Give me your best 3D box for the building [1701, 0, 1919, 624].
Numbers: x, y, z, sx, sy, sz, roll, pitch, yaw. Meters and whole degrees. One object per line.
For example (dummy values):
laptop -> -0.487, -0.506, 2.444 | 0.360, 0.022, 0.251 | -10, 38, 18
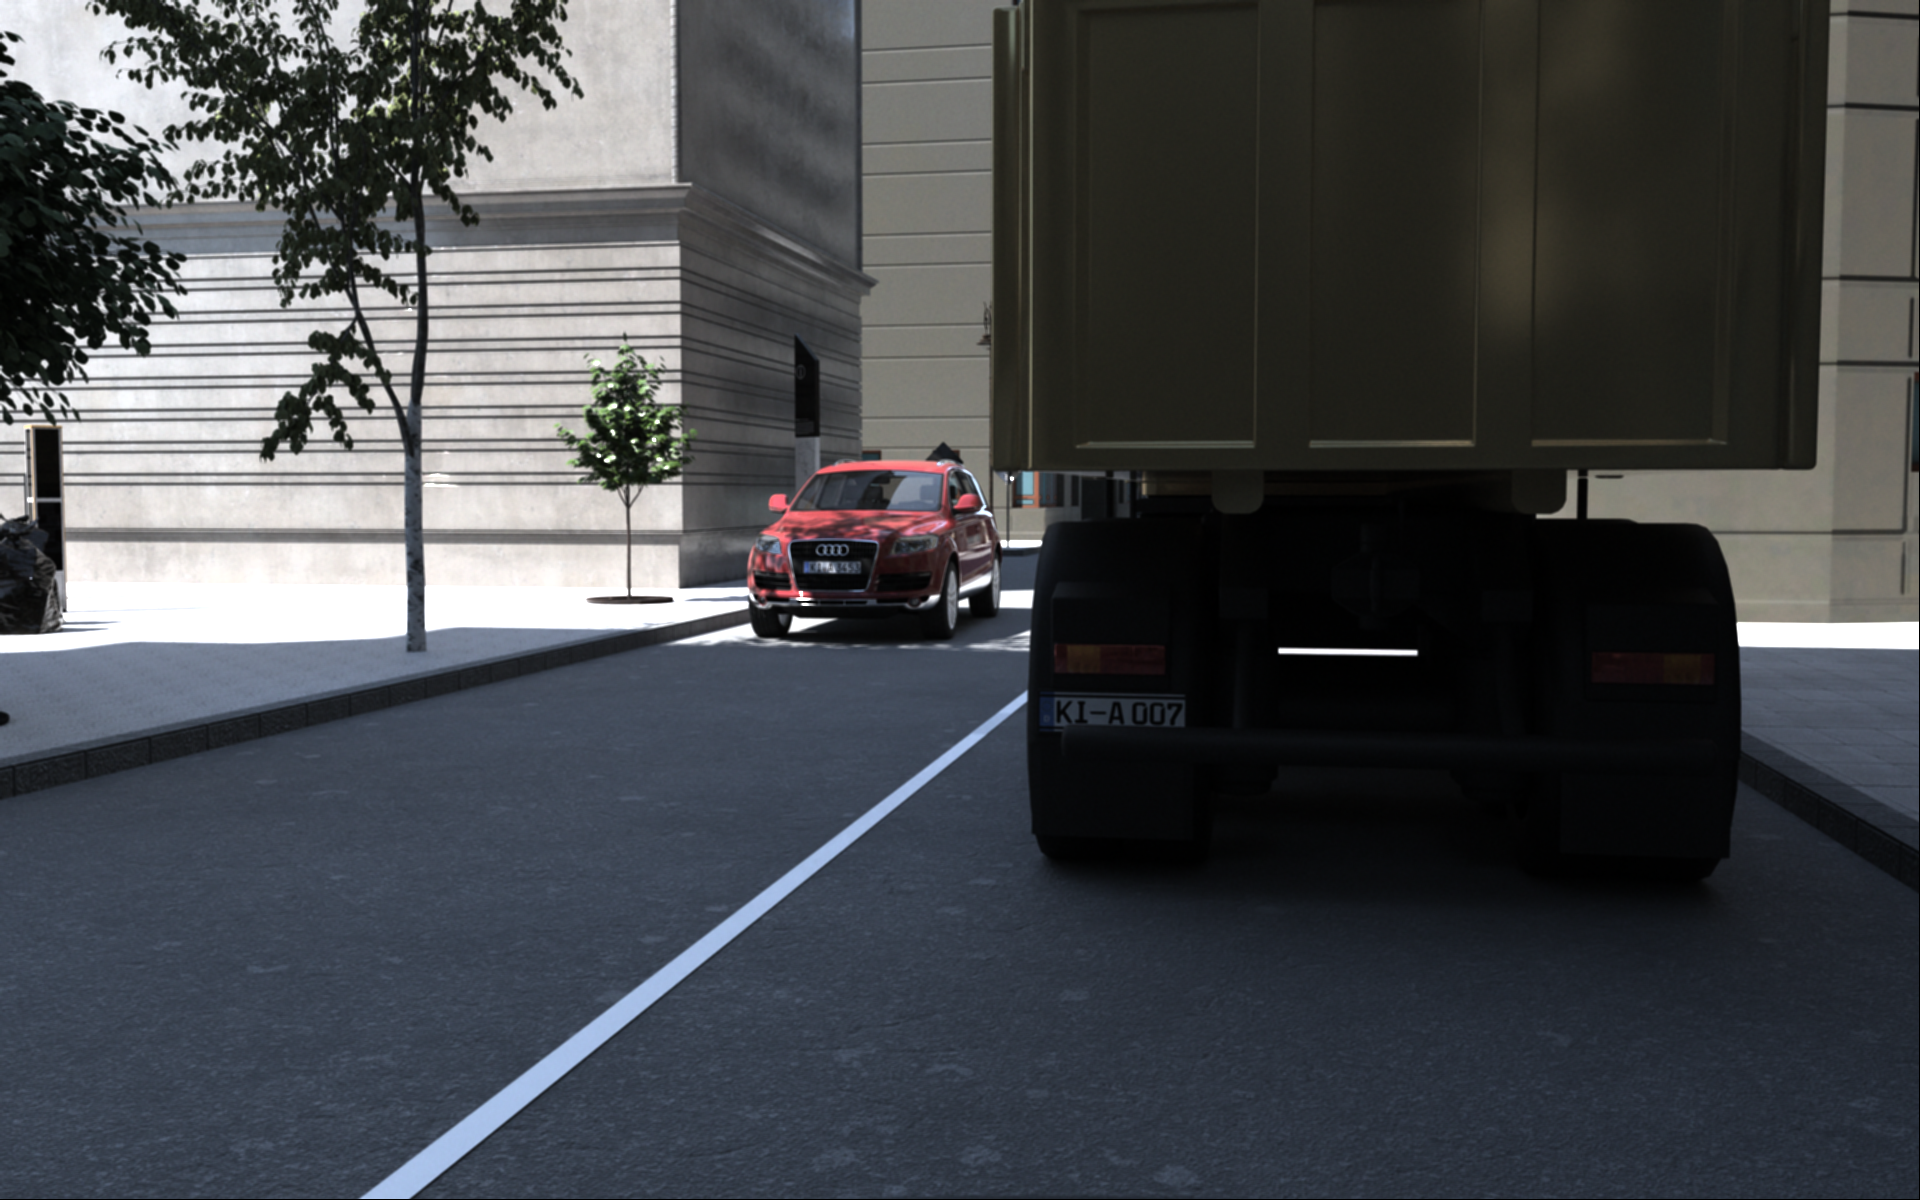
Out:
building -> 18.427, -10.029, 9.020 | 27.650, 21.520, 28.899 | 1, 4, 11

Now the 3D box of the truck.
truck -> 2.181, -0.871, 10.158 | 3.469, 3.379, 9.791 | 1, 4, 10

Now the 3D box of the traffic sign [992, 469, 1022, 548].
traffic sign -> 1.149, -2.303, 41.298 | 0.795, 2.450, 0.064 | 1, 4, 11

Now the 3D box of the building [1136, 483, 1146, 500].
building -> 0.171, -33.989, 97.722 | 21.231, 58.520, 28.212 | 1, 4, 11

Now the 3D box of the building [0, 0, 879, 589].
building -> -12.432, -11.812, 29.285 | 21.152, 22.565, 11.583 | 1, 4, 11

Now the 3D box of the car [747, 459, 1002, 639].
car -> -0.794, -0.625, 18.899 | 2.281, 1.827, 5.304 | 1, 4, 9

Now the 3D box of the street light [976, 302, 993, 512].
street light -> 0.749, -4.207, 41.575 | 0.468, 5.910, 1.993 | 1, 4, 11

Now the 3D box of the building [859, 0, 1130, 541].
building -> -8.590, -13.353, 63.368 | 27.650, 21.520, 28.899 | 1, 4, 11

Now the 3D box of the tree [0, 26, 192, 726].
tree -> -6.091, -1.566, 9.313 | 4.285, 4.588, 4.351 | 0, 3, 0

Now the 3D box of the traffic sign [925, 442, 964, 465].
traffic sign -> -0.326, -1.823, 33.450 | 0.795, 2.450, 0.064 | 1, 4, 11

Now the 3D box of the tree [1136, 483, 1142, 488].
tree -> 8.123, -7.926, 79.954 | 4.737, 8.622, 4.395 | 0, 3, 0

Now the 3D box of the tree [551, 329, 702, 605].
tree -> -4.023, -1.576, 20.370 | 1.663, 3.219, 1.824 | 0, 3, 0

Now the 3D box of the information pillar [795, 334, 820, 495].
information pillar -> -2.233, -2.074, 25.259 | 0.183, 3.616, 0.504 | -3, 5, -43

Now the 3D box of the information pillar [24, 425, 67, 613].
information pillar -> -9.869, -0.869, 18.703 | 0.304, 2.012, 0.304 | -3, 5, -40

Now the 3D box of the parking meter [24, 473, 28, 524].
parking meter -> -11.244, -0.785, 21.241 | 0.372, 1.533, 0.369 | 0, 3, 0

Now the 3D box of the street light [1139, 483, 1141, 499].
street light -> 8.696, -6.775, 83.556 | 0.468, 5.910, 1.993 | 1, 4, 11

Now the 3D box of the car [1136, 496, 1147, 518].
car -> 7.545, -3.243, 65.033 | 2.014, 1.417, 4.499 | 1, 4, 9

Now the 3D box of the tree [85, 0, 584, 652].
tree -> -4.685, -3.886, 13.900 | 4.737, 8.622, 4.395 | 0, 3, 0

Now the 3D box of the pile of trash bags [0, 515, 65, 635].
pile of trash bags -> -10.176, -0.392, 16.160 | 3.447, 1.369, 1.912 | -1, 4, -13
